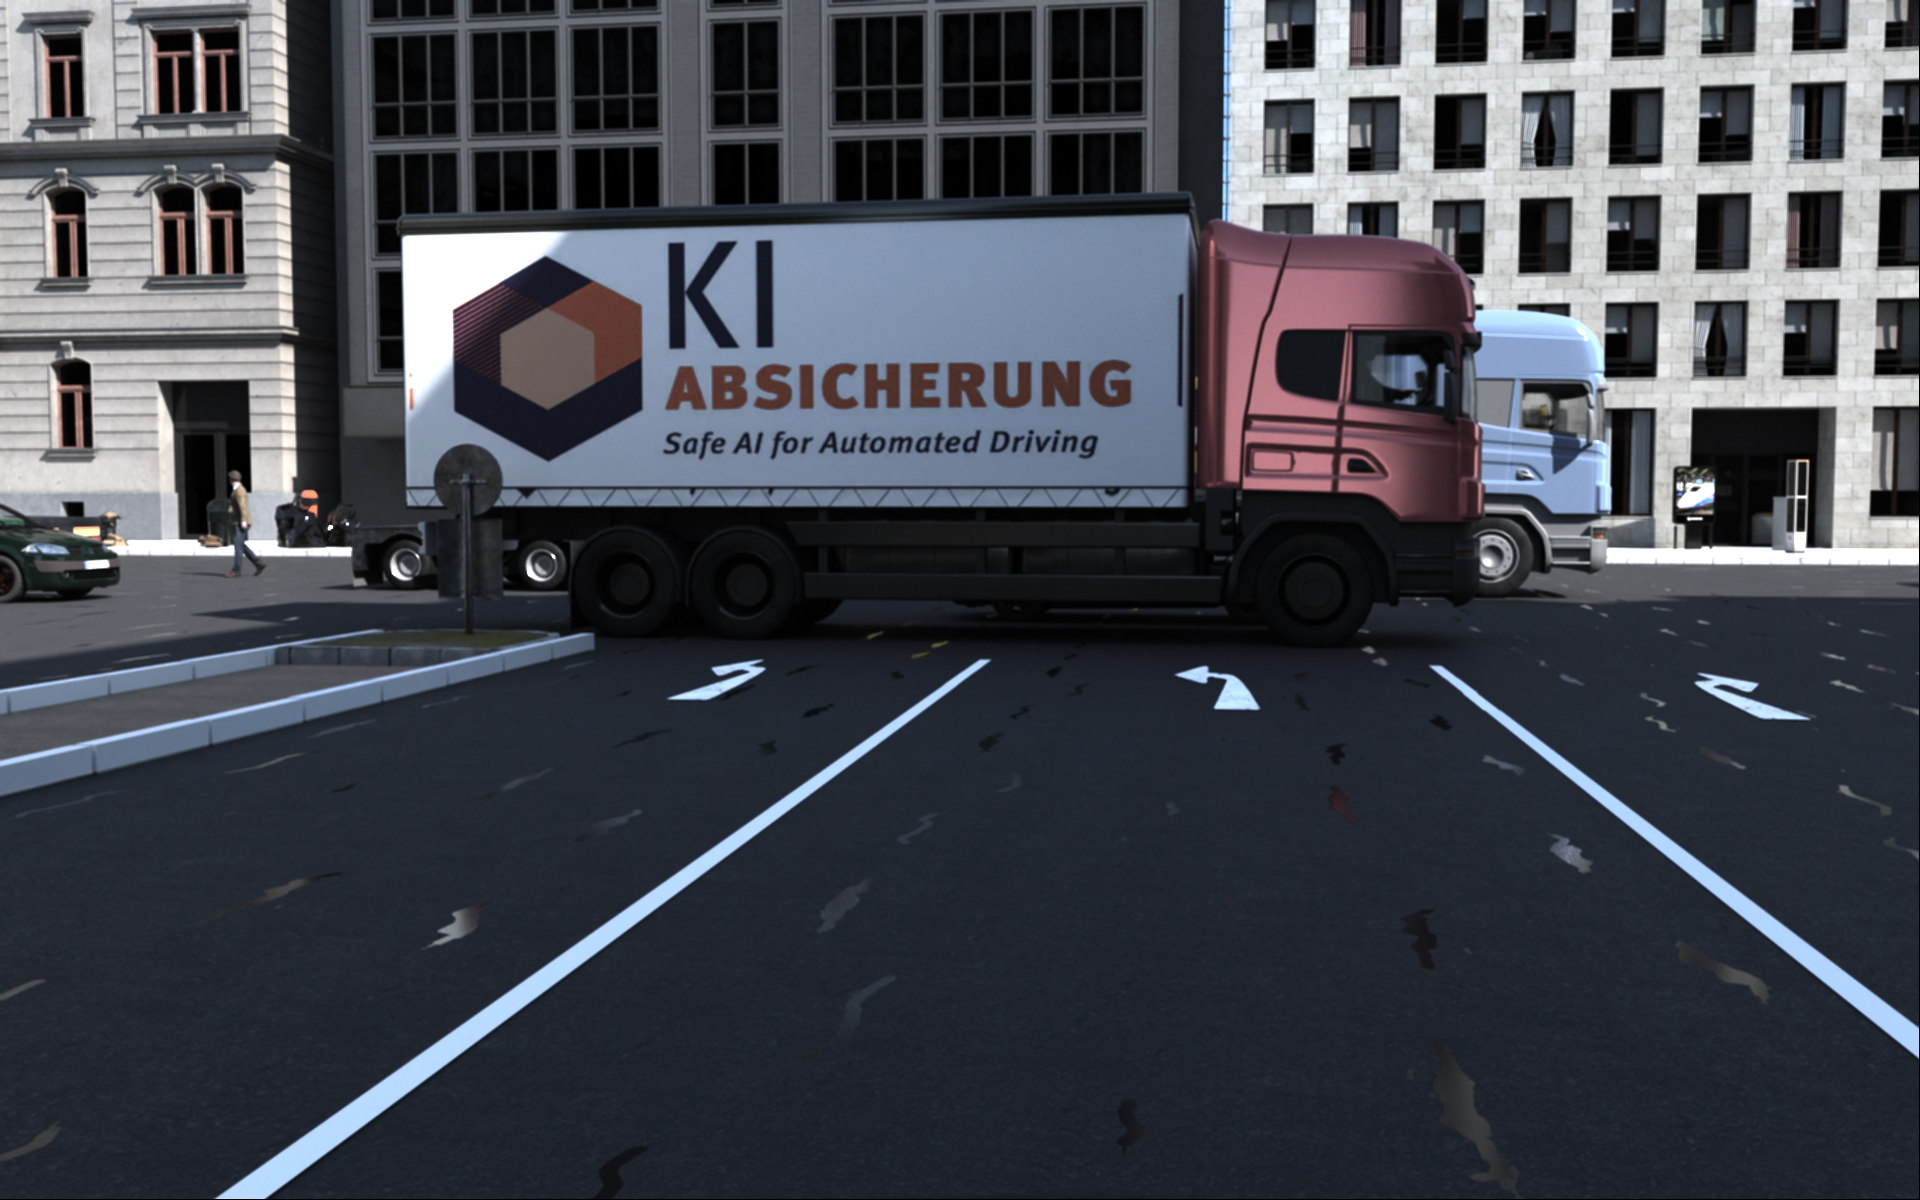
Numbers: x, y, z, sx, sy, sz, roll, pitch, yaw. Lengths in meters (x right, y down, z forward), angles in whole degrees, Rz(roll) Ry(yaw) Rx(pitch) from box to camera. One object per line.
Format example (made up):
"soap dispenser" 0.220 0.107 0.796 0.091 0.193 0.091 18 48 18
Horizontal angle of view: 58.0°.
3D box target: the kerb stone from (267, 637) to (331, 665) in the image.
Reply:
"kerb stone" -5.729 0.449 14.850 0.120 0.150 1.000 1 4 8

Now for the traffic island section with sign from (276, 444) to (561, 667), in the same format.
"traffic island section with sign" -4.587 -0.436 15.258 2.006 1.907 1.989 1 4 8

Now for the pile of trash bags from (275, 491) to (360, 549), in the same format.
"pile of trash bags" -15.789 -2.001 42.468 1.912 1.369 3.447 -2 4 -28

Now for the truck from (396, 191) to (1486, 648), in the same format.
"truck" 0.111 -1.758 17.650 11.283 4.237 2.839 1 4 10

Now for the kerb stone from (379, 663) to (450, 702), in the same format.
"kerb stone" -3.956 0.598 12.427 0.120 0.150 1.000 1 4 8

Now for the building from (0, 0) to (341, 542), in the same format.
"building" -28.302 -16.286 53.664 23.554 28.519 14.401 1 4 8

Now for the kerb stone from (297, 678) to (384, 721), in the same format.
"kerb stone" -4.107 0.660 11.402 0.120 0.150 1.000 1 4 8

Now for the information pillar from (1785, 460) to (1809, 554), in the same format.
"information pillar" 18.079 -2.014 37.420 0.304 2.012 0.304 -1 4 -12

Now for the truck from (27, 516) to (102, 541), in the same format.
"truck" -27.708 -2.868 36.655 18.799 4.110 2.967 0 4 7

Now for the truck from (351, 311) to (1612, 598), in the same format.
"truck" 0.410 -2.197 25.675 18.799 4.110 2.967 0 4 7

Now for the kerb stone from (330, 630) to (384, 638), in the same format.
"kerb stone" -5.567 0.387 15.870 0.120 0.150 1.000 1 4 8

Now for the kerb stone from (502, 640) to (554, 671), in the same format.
"kerb stone" -3.656 0.473 14.457 0.120 0.150 1.000 1 4 8

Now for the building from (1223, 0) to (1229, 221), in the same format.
"building" 30.357 -54.792 208.522 31.000 86.520 22.319 1 4 8

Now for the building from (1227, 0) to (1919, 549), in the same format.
"building" 15.612 -11.685 45.806 16.860 20.320 10.420 1 4 8

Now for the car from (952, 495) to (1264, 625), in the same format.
"car" 1.991 -0.622 19.949 4.222 1.686 2.009 1 4 10

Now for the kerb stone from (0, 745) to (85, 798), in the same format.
"kerb stone" -4.562 0.849 8.355 0.120 0.150 1.000 1 4 8

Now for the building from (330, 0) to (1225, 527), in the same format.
"building" -4.357 -15.703 50.248 24.014 27.812 14.314 1 4 8

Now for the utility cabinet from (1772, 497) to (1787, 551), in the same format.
"utility cabinet" 18.824 -1.731 39.462 0.306 1.237 1.020 1 4 9

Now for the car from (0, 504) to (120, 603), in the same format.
"car" -13.709 -0.846 23.621 4.222 1.686 2.009 0 4 7

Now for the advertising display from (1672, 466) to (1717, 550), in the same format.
"advertising display" 16.985 -2.132 40.068 0.974 1.923 0.123 0 4 -3

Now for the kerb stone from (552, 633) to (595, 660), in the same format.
"kerb stone" -3.500 0.412 15.470 0.120 0.150 1.000 1 4 8

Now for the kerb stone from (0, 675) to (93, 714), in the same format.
"kerb stone" -6.169 0.639 11.784 0.120 0.150 1.000 1 4 8

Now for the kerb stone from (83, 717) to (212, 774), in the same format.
"kerb stone" -4.405 0.785 9.368 0.120 0.150 1.000 1 4 8

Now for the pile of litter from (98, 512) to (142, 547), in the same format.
"pile of litter" -20.940 -1.737 42.368 1.719 0.858 1.176 1 4 15

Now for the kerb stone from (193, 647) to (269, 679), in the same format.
"kerb stone" -5.872 0.512 13.836 0.120 0.150 1.000 1 4 8

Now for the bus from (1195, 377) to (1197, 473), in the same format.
"bus" -0.450 -2.536 33.002 12.252 3.916 2.896 0 4 6

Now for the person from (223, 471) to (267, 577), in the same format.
"person" -12.479 -1.327 30.109 0.656 1.842 0.836 3 4 37

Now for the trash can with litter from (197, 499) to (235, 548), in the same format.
"trash can with litter" -18.481 -1.933 42.997 1.055 1.170 0.624 1 4 18

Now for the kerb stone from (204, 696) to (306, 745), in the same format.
"kerb stone" -4.253 0.726 10.384 0.120 0.150 1.000 1 4 8

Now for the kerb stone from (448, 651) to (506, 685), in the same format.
"kerb stone" -3.809 0.538 13.444 0.120 0.150 1.000 1 4 8

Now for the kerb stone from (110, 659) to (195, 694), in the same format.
"kerb stone" -6.024 0.579 12.811 0.120 0.150 1.000 1 4 8
